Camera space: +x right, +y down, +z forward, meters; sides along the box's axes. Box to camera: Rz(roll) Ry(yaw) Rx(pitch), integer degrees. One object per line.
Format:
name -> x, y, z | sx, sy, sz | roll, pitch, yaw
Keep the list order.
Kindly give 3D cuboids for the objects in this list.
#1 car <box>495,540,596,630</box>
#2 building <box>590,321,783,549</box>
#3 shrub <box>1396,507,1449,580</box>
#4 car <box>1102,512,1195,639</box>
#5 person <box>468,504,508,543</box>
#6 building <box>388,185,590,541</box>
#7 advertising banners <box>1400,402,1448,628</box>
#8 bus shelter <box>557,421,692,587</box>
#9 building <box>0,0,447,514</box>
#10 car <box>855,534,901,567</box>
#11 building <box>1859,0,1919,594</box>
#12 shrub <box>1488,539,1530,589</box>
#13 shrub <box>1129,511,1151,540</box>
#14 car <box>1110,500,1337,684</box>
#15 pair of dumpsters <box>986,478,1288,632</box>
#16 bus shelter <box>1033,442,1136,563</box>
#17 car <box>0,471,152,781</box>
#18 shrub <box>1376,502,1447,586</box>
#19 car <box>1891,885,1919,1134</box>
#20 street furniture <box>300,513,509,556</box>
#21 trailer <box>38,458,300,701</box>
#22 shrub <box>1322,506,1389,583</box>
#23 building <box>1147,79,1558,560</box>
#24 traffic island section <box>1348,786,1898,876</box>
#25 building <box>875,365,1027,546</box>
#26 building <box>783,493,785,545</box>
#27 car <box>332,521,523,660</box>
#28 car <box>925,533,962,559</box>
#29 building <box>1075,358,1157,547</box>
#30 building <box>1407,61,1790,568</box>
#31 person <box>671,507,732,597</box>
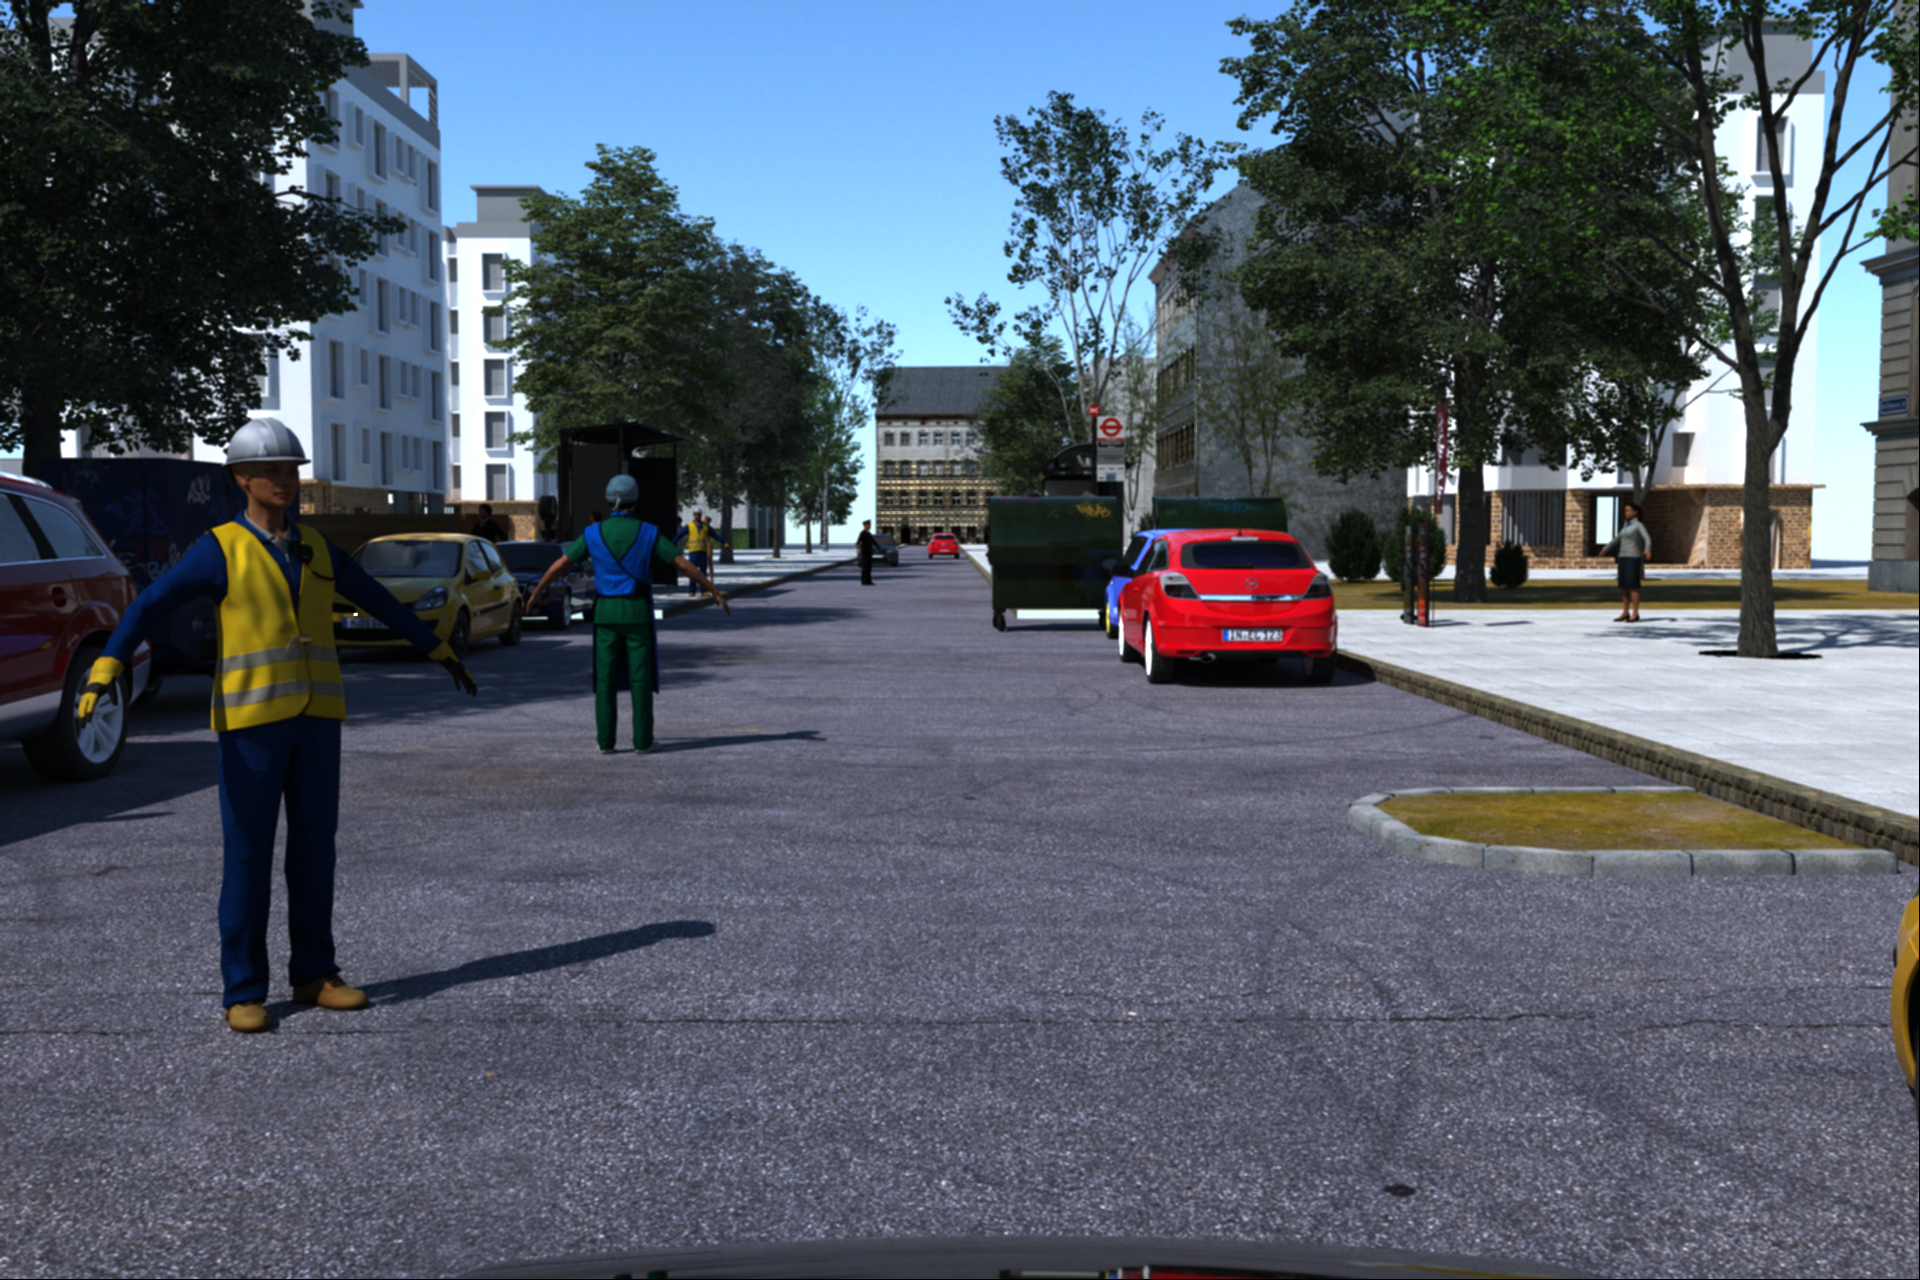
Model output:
car -> -6.730, -0.885, 27.044 | 1.945, 1.354, 3.894 | 0, 4, -1
building -> -26.193, -17.903, 159.166 | 16.747, 18.905, 31.486 | 0, 4, 0
shrub -> 12.595, -2.637, 47.538 | 1.690, 2.028, 1.600 | 0, 3, 0
car -> 2.861, -0.797, 22.616 | 1.945, 1.707, 3.694 | 0, 4, -1
person -> -8.331, -1.477, 30.341 | 1.347, 1.806, 0.705 | 2, 4, 28
building -> -27.987, -14.608, 95.255 | 16.016, 20.090, 11.380 | 0, 4, 0
advertising banners -> 6.425, -1.699, 23.972 | 0.090, 3.025, 2.074 | 0, 4, 0
bus shelter -> -7.452, -2.923, 39.079 | 1.731, 3.624, 6.357 | 0, 4, 2
building -> -26.333, -12.382, 58.869 | 16.016, 20.090, 11.380 | 0, 4, 0
car -> -3.581, -4.046, 75.946 | 2.009, 1.686, 4.222 | 0, 4, -1
building -> 25.825, -12.391, 21.675 | 14.460, 24.649, 34.723 | 0, 4, 0
shrub -> 12.857, -1.800, 40.552 | 1.383, 1.207, 1.383 | 0, 3, 0
shrub -> 5.368, -2.606, 46.653 | 1.661, 2.075, 1.752 | 0, 3, 0
car -> 2.683, -0.553, 18.075 | 2.155, 1.783, 4.494 | 0, 3, 0
pair of dumpsters -> 2.600, -1.282, 25.918 | 4.436, 2.255, 1.574 | 0, 4, 0
bus shelter -> 2.843, -2.865, 40.768 | 2.014, 3.302, 5.546 | 0, 4, 0
car -> -6.017, 0.005, 8.592 | 2.281, 1.827, 5.304 | 0, 3, 0
shrub -> 11.184, -2.374, 42.862 | 1.661, 2.075, 1.752 | 0, 3, 0
car -> 2.849, 0.491, 2.189 | 2.015, 1.641, 3.980 | 0, 3, 0
street furniture -> -14.231, -2.005, 39.633 | 9.812, 1.723, 11.010 | 1, 4, 14
trailer -> -6.426, -0.410, 13.755 | 1.471, 1.999, 3.904 | 0, 4, 0
shrub -> 10.398, -2.516, 45.550 | 1.690, 2.028, 1.600 | 0, 3, 0
building -> 20.735, -16.012, 92.717 | 19.493, 23.208, 18.063 | 0, 3, 0
traffic island section -> 2.929, 0.894, 8.252 | 1.991, 0.108, 1.994 | 0, 4, -1
building -> -0.753, -23.969, 225.277 | 18.063, 23.208, 19.493 | 0, 4, 5
building -> -30.190, -22.416, 197.437 | 19.493, 23.208, 18.063 | 0, 3, 0
car -> -6.520, -0.653, 20.908 | 2.015, 1.641, 3.980 | 0, 4, -1
car -> -0.956, -5.633, 101.136 | 2.155, 1.783, 4.494 | 0, 4, -2
building -> 21.699, -19.307, 182.121 | 16.747, 18.905, 31.486 | 0, 4, -1
building -> 25.129, -13.410, 75.671 | 16.016, 20.090, 11.380 | 0, 4, 0
person -> -5.377, -1.813, 35.610 | 1.349, 1.833, 0.705 | -1, 4, -21
